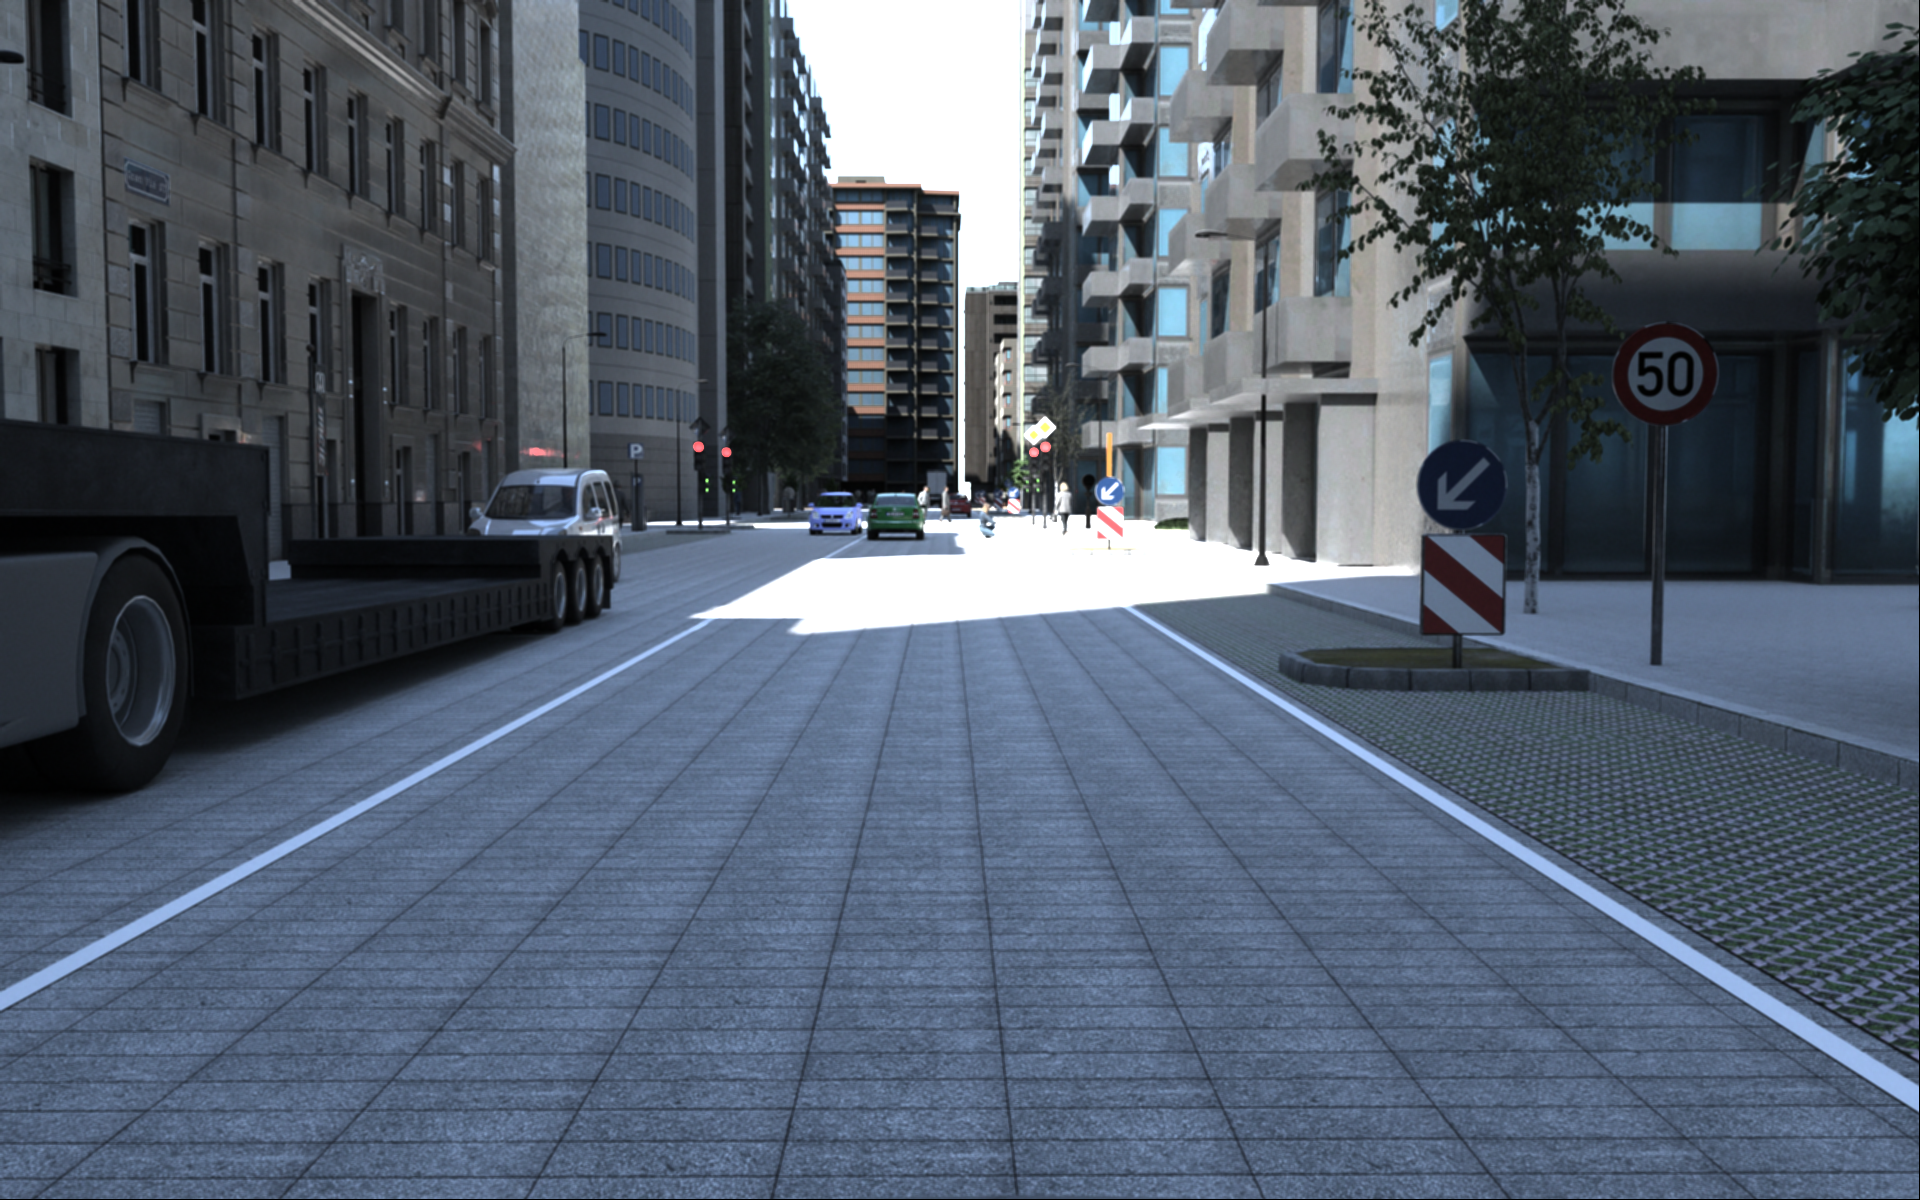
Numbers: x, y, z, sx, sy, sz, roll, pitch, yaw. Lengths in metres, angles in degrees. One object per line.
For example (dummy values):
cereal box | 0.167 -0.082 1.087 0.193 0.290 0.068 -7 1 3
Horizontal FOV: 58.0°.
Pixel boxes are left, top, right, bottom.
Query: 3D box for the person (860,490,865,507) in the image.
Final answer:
person | -10.228 -10.554 181.067 0.705 1.822 1.348 1 4 19

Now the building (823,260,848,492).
building | -21.039 -27.052 213.998 14.107 30.474 14.160 0 4 -1

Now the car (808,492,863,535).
car | -4.419 -3.198 61.872 1.945 1.707 3.694 0 4 1

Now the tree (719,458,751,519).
tree | -11.701 -5.740 88.455 1.663 3.219 1.824 0 3 0

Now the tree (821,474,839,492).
tree | -12.497 -10.706 169.648 1.663 3.219 1.824 0 3 0

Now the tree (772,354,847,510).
tree | -12.932 -13.561 139.850 7.486 12.596 7.792 0 3 0

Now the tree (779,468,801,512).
tree | -12.527 -8.125 127.449 1.663 3.219 1.824 0 3 0

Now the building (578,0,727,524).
building | -23.747 -33.140 83.842 21.231 58.520 28.212 0 4 -1

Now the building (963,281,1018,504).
building | 7.466 -28.505 237.756 14.107 30.474 14.160 0 4 -1

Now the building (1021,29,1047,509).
building | 12.493 -28.933 156.642 14.154 41.232 14.086 0 4 -1

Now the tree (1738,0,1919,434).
tree | 5.905 -1.559 9.205 4.285 4.588 4.351 0 3 0

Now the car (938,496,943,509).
car | -1.154 -9.818 170.309 2.009 1.686 4.222 0 4 1

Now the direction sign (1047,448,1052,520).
direction sign | 4.499 -5.727 85.632 0.379 3.537 0.876 1 4 8

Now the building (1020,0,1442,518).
building | 16.398 -30.491 118.130 23.786 49.044 30.456 0 4 -1

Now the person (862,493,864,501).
person | -12.861 -13.353 227.739 0.541 1.710 0.530 -1 4 -14

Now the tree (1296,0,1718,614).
tree | 5.945 -4.153 18.256 4.737 8.622 4.395 0 3 0

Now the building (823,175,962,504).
building | -14.243 -35.841 240.626 28.867 44.769 22.147 0 4 -1

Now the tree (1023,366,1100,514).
tree | 5.855 -9.186 100.555 4.360 8.622 3.978 0 3 0

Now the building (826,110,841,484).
building | -25.625 -34.939 190.862 23.786 49.044 30.456 0 4 -1

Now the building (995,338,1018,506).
building | 18.477 -22.133 206.911 27.650 21.520 28.899 0 4 -1

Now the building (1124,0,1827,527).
building | 21.301 -28.461 84.949 30.456 49.044 23.786 0 4 -1

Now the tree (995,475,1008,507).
tree | 4.581 -10.984 174.186 1.663 3.219 1.824 0 3 0

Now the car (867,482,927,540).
car | -2.028 -2.855 55.468 1.959 1.807 4.718 0 4 -1

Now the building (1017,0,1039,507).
building | 16.410 -38.854 177.260 21.231 58.520 28.212 0 4 -1

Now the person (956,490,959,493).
person | -0.295 -10.638 182.430 0.705 1.824 1.348 -2 4 -32

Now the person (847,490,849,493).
person | -12.648 -11.616 196.792 0.721 1.723 1.217 2 4 32

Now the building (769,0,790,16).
building | -25.705 -33.078 160.433 23.786 49.044 30.456 0 4 -1

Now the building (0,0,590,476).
building | -21.649 -12.337 56.464 16.860 20.320 10.420 0 4 -1

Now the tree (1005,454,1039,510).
tree | 5.297 -9.522 139.406 4.285 4.588 4.351 0 3 0

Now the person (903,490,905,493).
person | -4.997 -8.786 152.699 0.434 1.755 0.990 -2 4 -35

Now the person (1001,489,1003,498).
person | 4.131 -10.068 170.637 0.705 1.826 1.348 0 4 1

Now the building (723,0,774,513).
building | -20.673 -26.663 119.529 14.154 41.232 14.086 0 4 -1

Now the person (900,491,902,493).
person | -5.750 -9.795 169.573 0.541 1.710 0.530 1 4 23

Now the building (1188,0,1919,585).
building | 16.687 -25.531 37.045 23.786 49.044 30.456 0 4 -1

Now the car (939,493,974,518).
car | -0.222 -5.926 105.928 2.155 1.783 4.494 0 4 0

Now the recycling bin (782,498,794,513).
recycling bin | -11.605 -6.399 117.170 0.722 1.027 0.722 0 4 3

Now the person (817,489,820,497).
person | -12.980 -9.372 159.945 0.551 1.740 0.621 3 5 39

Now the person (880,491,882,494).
person | -7.929 -10.178 175.693 1.217 1.735 0.721 2 4 34

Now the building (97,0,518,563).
building | -18.569 -14.668 37.087 12.463 27.353 25.104 0 4 -1

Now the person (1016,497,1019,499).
person | 4.886 -8.746 152.271 0.421 1.427 0.697 -3 5 -43

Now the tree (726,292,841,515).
tree | -12.322 -12.314 107.981 9.857 13.997 8.962 0 3 0

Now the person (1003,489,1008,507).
person | 4.310 -9.762 166.435 1.217 1.735 0.721 2 4 25

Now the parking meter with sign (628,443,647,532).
parking meter with sign | -11.143 -3.901 60.042 0.543 3.016 1.738 0 4 -5
